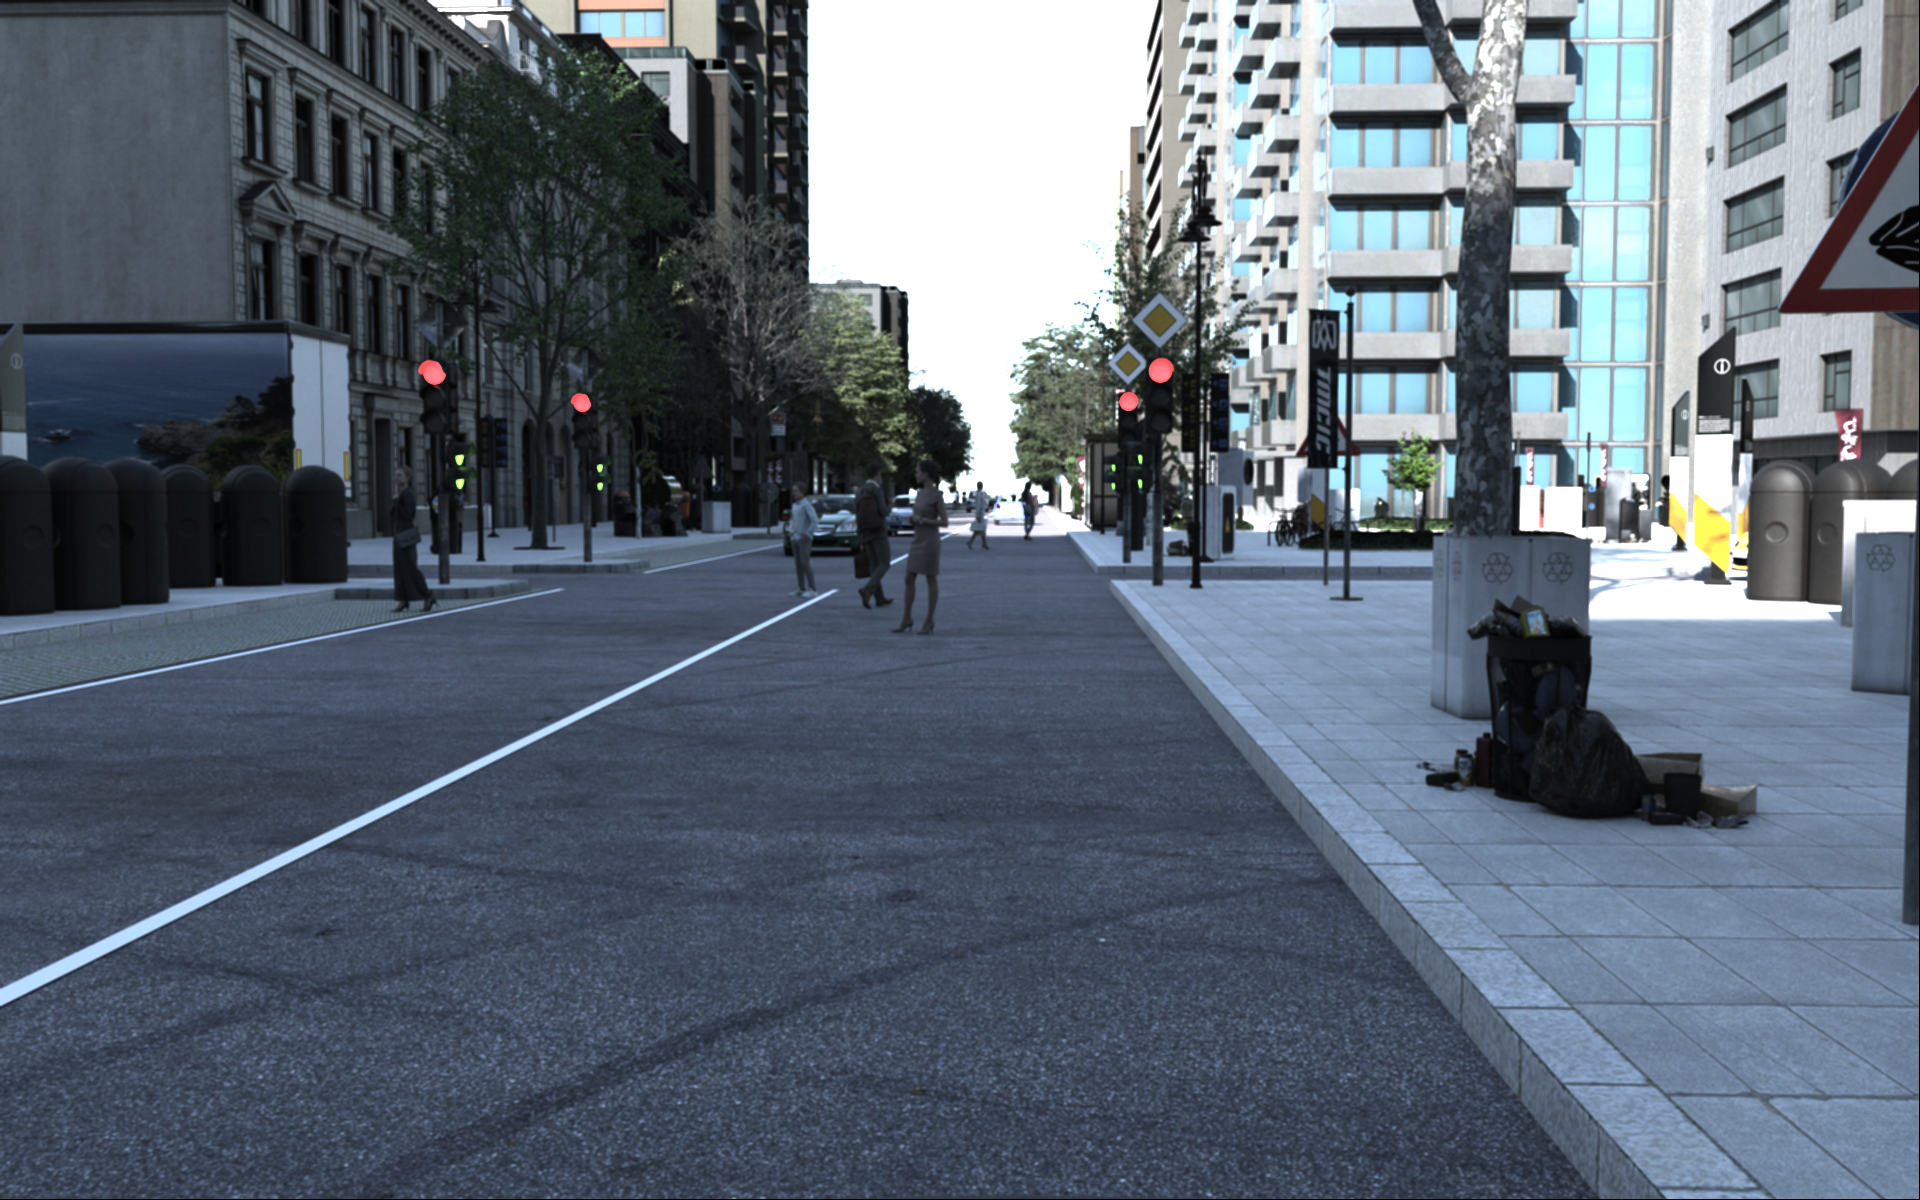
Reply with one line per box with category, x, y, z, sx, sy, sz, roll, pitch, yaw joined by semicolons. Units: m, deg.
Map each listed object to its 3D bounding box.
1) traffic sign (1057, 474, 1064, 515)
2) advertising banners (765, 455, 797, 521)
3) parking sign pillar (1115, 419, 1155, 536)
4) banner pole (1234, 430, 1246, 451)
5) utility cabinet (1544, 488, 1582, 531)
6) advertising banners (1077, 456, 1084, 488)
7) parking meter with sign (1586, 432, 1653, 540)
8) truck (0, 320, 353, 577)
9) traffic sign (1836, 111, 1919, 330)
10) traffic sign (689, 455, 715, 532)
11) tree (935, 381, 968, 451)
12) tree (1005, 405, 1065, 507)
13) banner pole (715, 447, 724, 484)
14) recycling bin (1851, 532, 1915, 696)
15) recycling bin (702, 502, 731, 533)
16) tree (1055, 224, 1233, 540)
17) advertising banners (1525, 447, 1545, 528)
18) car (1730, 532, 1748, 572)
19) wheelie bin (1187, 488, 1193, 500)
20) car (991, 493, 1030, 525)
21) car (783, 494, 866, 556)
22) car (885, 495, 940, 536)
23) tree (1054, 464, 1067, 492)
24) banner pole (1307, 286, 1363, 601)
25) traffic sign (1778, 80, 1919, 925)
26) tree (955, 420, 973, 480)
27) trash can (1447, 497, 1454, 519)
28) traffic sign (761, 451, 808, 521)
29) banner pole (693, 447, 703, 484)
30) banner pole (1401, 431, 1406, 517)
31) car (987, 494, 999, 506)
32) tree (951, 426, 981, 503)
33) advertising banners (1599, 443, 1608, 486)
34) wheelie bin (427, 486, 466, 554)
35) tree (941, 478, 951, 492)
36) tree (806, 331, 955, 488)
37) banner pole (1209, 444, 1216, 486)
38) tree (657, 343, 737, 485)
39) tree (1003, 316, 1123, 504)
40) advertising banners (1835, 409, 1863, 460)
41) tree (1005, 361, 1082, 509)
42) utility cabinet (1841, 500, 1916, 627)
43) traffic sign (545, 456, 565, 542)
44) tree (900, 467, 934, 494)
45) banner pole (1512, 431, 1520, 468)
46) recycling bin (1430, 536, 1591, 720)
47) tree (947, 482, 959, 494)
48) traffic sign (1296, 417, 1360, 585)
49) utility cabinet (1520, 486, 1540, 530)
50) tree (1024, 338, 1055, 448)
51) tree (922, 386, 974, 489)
traffic sign;6.283;-6.448;105.525;0.768;2.556;0.104;1;4;11
advertising banners;-8.223;-5.219;81.523;2.074;3.025;0.090;1;4;19
parking sign pillar;5.518;-3.963;53.272;1.447;3.967;1.447;-1;4;-8
banner pole;10.946;-4.766;67.943;0.863;3.779;0.401;-3;4;-37
utility cabinet;20.385;-3.051;58.559;1.173;1.500;0.318;0;4;-3
advertising banners;6.268;-5.088;79.376;2.074;3.025;0.090;2;4;32
parking meter with sign;18.365;-3.178;48.220;1.738;3.016;0.543;1;4;22
truck;-16.281;-2.478;29.436;11.283;4.237;2.839;0;4;3
traffic sign;3.186;-0.336;5.598;0.768;2.556;0.104;0;4;5
traffic sign;-8.637;-3.544;57.952;0.884;2.594;0.081;0;4;8
tree;-4.492;-14.523;147.822;12.009;13.543;11.850;0;3;0
tree;9.460;-15.936;170.925;12.009;13.543;11.850;0;3;0
banner pole;-12.870;-6.296;92.960;0.863;3.779;0.401;2;4;31
recycling bin;6.304;0.081;11.232;0.722;1.027;0.722;-3;5;-40
recycling bin;-8.000;-2.710;56.854;0.722;1.027;0.722;-3;5;-41
tree;5.439;-5.989;48.283;4.360;8.622;3.978;0;3;0
advertising banners;21.734;-4.188;64.656;2.074;3.025;0.090;-2;4;-33
car;14.680;-1.098;28.184;3.980;1.641;2.015;0;4;1
wheelie bin;12.371;-5.142;91.981;0.693;1.594;0.980;0;4;3
car;2.437;-4.376;81.144;1.945;1.707;3.694;0;4;0
car;-3.118;-1.831;41.736;2.131;1.459;4.920;0;4;2
car;-1.639;-2.959;60.381;2.014;1.417;4.499;0;4;2
tree;6.704;-7.025;109.456;1.663;3.219;1.824;0;3;0
banner pole;4.490;-1.884;20.814;0.863;3.779;0.401;-2;4;-28
traffic sign;2.853;-0.312;5.102;0.884;2.594;0.081;0;4;8
tree;-3.487;-15.732;174.231;9.611;12.733;9.660;0;3;0
trash can;20.678;-3.711;72.327;0.748;1.137;0.748;0;3;0
traffic sign;-8.343;-5.407;82.283;2.265;3.308;0.079;1;4;9
banner pole;-13.873;-6.215;91.632;0.863;3.779;0.401;3;4;37
banner pole;17.632;-4.834;69.054;0.401;3.779;0.863;2;4;26
car;3.477;-10.572;182.633;2.009;1.686;4.222;0;4;1
tree;-0.621;-20.466;260.372;9.928;11.665;9.643;0;3;0
advertising banners;22.809;-3.927;60.397;2.074;3.025;0.090;-3;5;-40
wheelie bin;-11.009;-1.793;37.226;0.693;1.594;0.980;0;4;-1
tree;-1.642;-17.540;237.134;4.737;8.622;4.395;0;3;0
tree;-6.301;-12.402;119.780;9.611;12.733;9.660;0;3;0
banner pole;11.286;-5.303;76.716;0.863;3.779;0.401;-3;5;-42
tree;-12.729;-8.091;82.647;4.360;8.622;3.978;0;3;0
tree;7.691;-13.181;122.163;9.857;13.997;8.962;0;3;0
advertising banners;18.928;-2.391;35.278;2.074;3.025;0.090;2;4;30
tree;8.465;-13.994;145.803;9.611;12.733;9.660;0;3;0
utility cabinet;9.087;-0.346;16.825;1.020;1.237;0.306;-1;4;-17
traffic sign;-10.914;-2.715;46.523;0.606;2.300;0.079;0;4;3
tree;-4.149;-11.041;164.234;4.285;4.588;4.351;0;3;0
banner pole;22.057;-4.838;69.124;0.863;3.779;0.401;-1;4;-15
recycling bin;3.215;0.147;10.158;0.722;1.027;0.722;0;4;-1
tree;-1.002;-15.580;249.337;1.663;3.219;1.824;0;3;0
traffic sign;5.150;-1.486;24.307;0.884;2.594;0.081;0;4;4
utility cabinet;14.962;-2.316;46.548;0.318;1.500;1.173;-3;5;-41
tree;5.013;-7.475;72.573;4.360;8.622;3.978;0;3;0
tree;-2.763;-18.160;203.562;9.857;13.997;8.962;0;3;0
